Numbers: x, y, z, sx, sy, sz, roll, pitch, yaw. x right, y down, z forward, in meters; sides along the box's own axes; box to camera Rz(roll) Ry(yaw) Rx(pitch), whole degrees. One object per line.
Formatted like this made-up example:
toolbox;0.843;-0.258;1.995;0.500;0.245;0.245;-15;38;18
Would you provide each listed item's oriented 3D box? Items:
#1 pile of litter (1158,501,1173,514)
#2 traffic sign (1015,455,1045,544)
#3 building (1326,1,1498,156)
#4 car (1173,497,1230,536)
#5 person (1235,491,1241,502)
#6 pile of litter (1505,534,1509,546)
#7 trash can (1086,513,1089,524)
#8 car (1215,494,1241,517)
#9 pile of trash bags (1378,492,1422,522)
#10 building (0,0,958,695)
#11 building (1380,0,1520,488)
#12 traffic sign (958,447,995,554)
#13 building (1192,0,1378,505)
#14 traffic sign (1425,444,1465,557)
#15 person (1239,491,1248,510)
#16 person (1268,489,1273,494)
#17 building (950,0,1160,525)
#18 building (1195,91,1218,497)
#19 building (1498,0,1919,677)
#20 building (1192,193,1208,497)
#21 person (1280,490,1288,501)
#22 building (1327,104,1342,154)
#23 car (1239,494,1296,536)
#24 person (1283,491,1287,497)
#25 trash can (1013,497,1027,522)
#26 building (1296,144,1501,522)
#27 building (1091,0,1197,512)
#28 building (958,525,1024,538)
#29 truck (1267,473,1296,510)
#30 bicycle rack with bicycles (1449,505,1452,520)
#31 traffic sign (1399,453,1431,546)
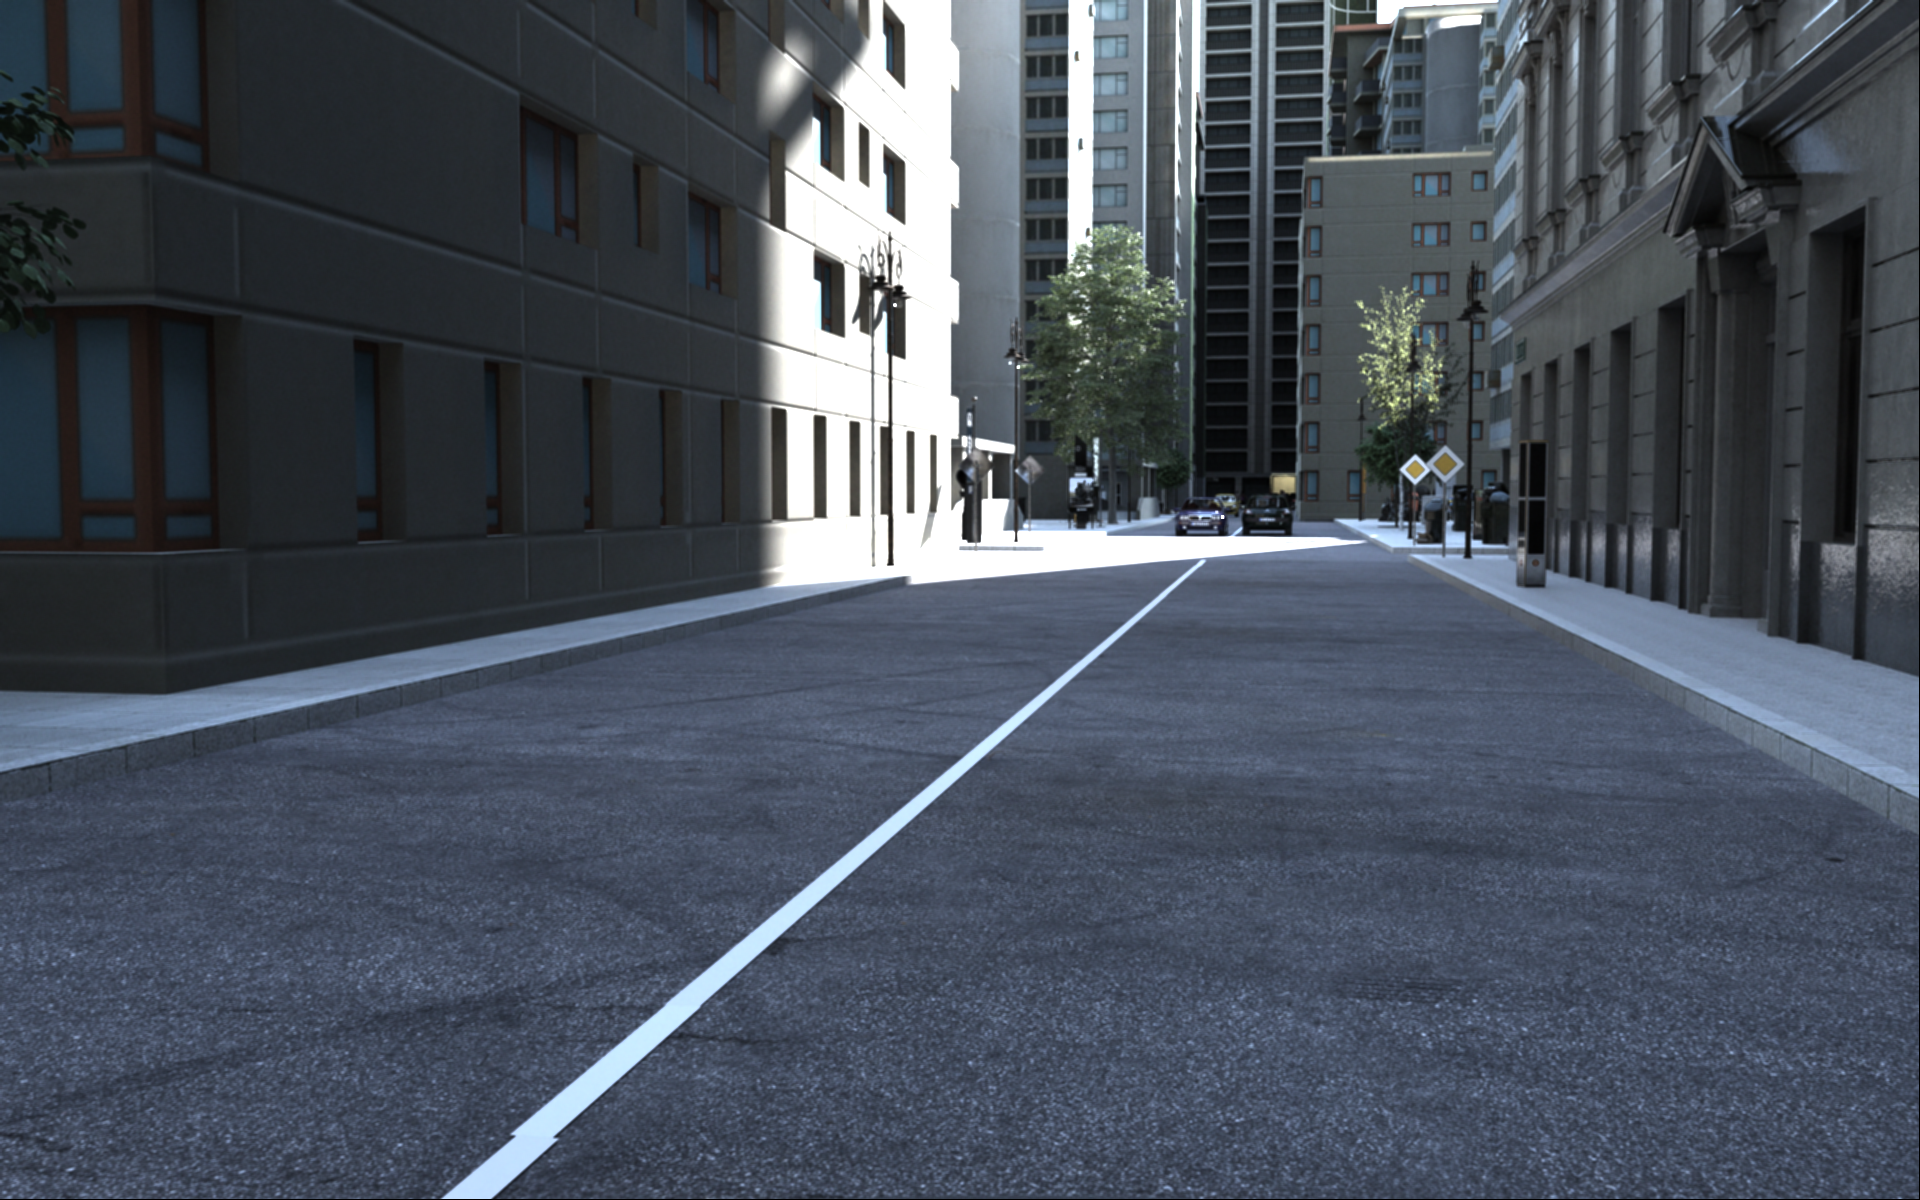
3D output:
pile of litter;13.046;-5.933;110.973;1.719;0.858;1.176;-3;4;-36
traffic sign;1.804;-2.514;44.752;0.795;2.450;0.064;1;4;10
building;45.114;-30.910;160.007;22.147;44.769;28.867;1;4;10
car;8.439;-2.918;60.293;1.945;1.354;3.894;1;4;10
person;28.707;-10.435;179.823;1.217;1.736;0.721;3;4;36
pile of litter;14.231;-1.758;42.711;1.719;0.858;1.176;0;4;-2
trash can;5.315;-3.891;75.268;0.748;1.137;0.748;0;3;0
car;16.634;-6.020;108.657;2.015;1.641;3.980;1;4;10
pile of trash bags;20.589;-4.296;79.999;1.912;1.369;3.447;0;4;0
building;-16.764;-11.105;26.612;28.899;21.520;27.650;1;4;10
building;45.253;-26.956;132.609;32.217;40.220;23.993;1;4;10
traffic sign;0.346;-2.034;36.901;0.795;2.450;0.064;1;4;10
building;39.273;-47.075;207.931;20.611;71.187;20.563;1;4;10
traffic sign;9.824;-1.926;35.126;0.795;2.450;0.064;1;4;10
person;26.236;-9.254;160.492;0.721;1.739;1.217;-2;4;-35
person;23.729;-7.583;132.446;1.348;1.831;0.705;2;4;26
building;-5.730;-24.564;93.503;32.217;40.220;23.993;1;4;10
building;12.831;-32.450;185.182;28.867;44.769;22.147;1;4;10
building;14.658;-14.334;10.779;17.030;29.872;44.131;1;4;10
building;15.675;-23.858;161.781;14.160;30.474;14.107;1;4;10
person;23.199;-7.101;125.321;1.217;1.735;0.721;-1;4;-20
building;45.511;-30.505;182.352;14.154;41.232;14.086;1;4;10
car;10.847;-3.138;61.094;2.009;1.686;4.222;1;4;10
person;26.040;-7.948;139.376;0.541;1.710;0.530;1;4;23
trash can;2.566;-3.936;76.004;0.748;1.137;0.748;0;3;0
building;33.833;-15.637;100.707;27.650;21.520;28.899;1;4;10
building;9.755;-27.092;126.550;14.154;41.232;14.086;1;4;10
building;-14.766;-22.424;58.519;32.217;40.220;23.993;1;4;10
truck;29.922;-10.006;159.520;3.469;3.379;9.791;1;4;11
bicycle rack with bicycles;25.082;-4.385;85.079;2.852;0.926;2.925;-1;4;-22
traffic sign;11.283;-2.406;42.978;0.795;2.450;0.064;1;4;10
